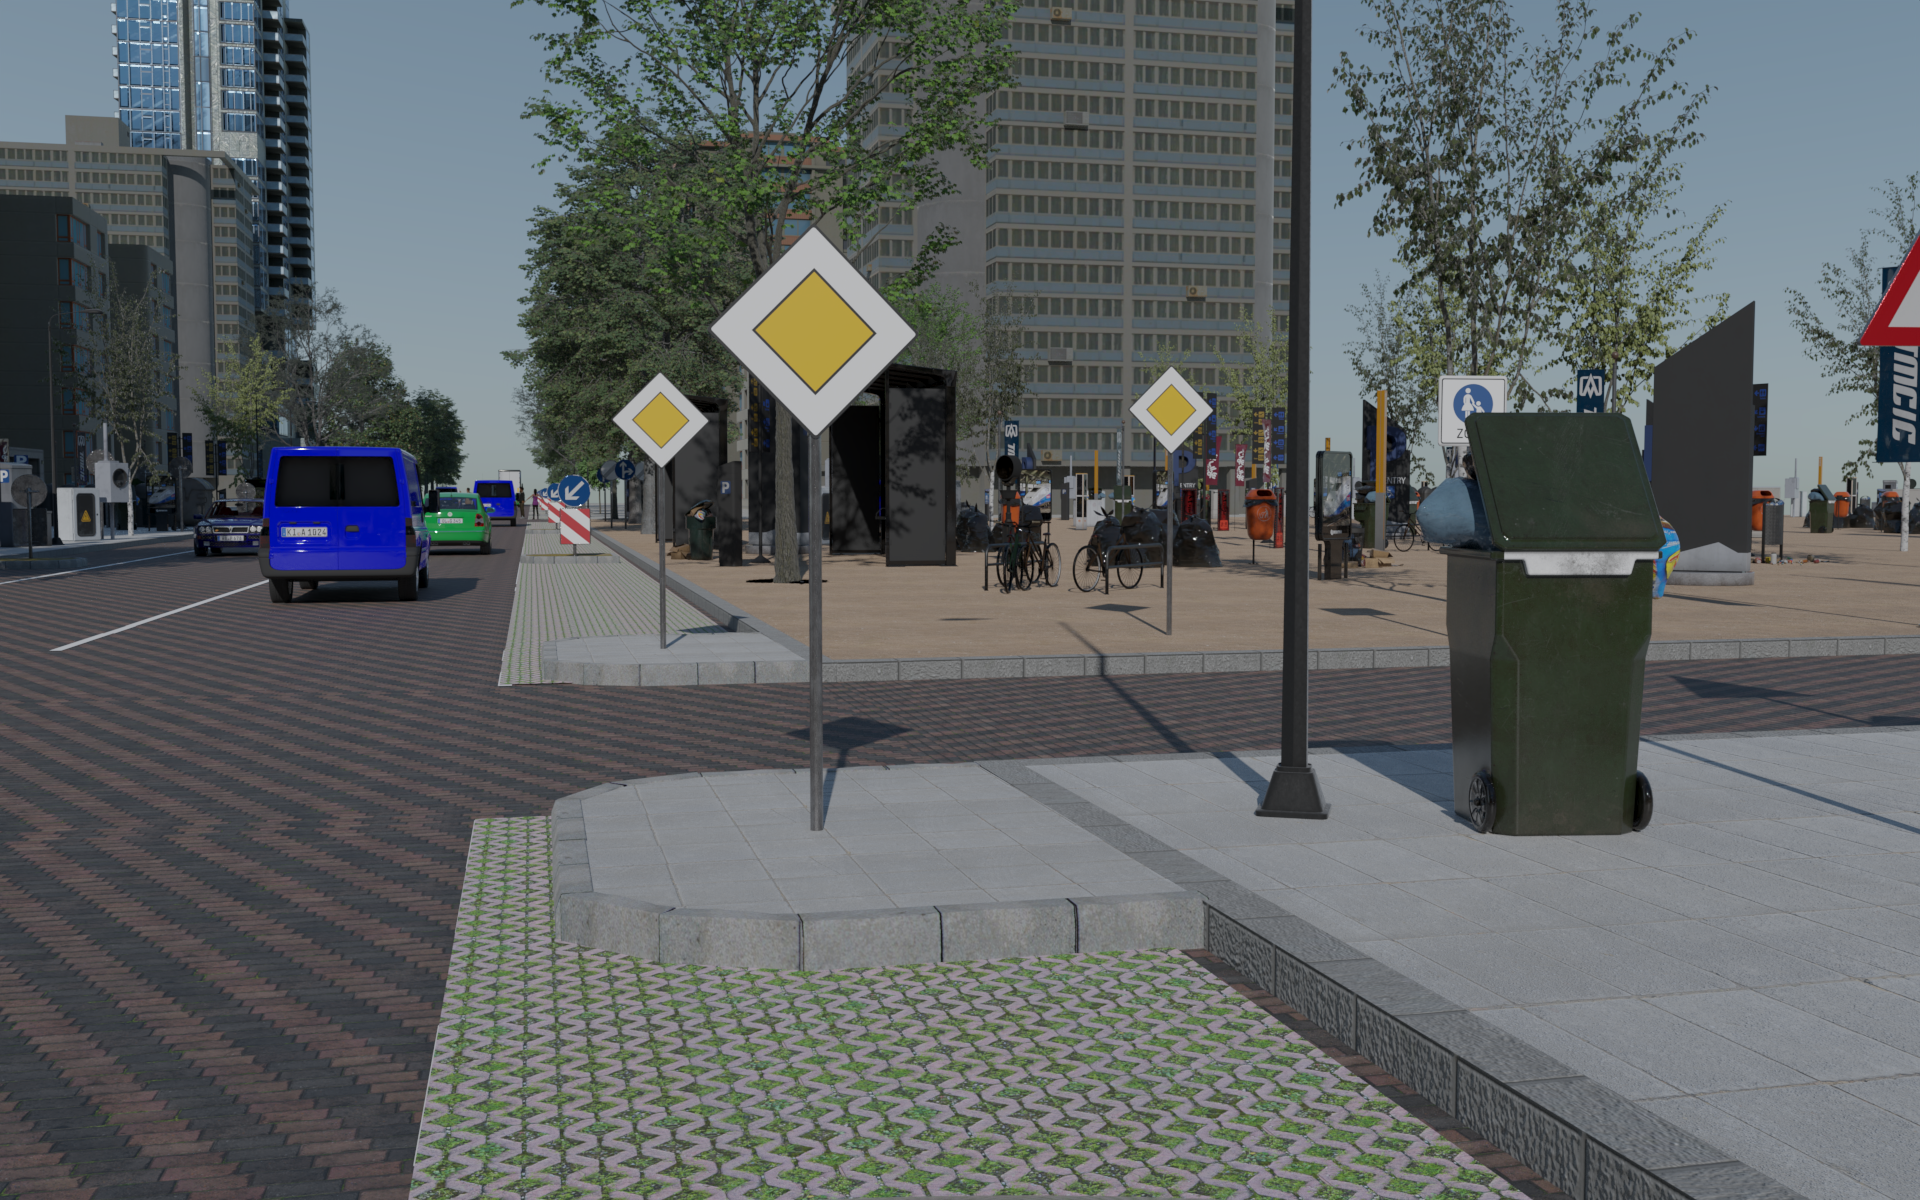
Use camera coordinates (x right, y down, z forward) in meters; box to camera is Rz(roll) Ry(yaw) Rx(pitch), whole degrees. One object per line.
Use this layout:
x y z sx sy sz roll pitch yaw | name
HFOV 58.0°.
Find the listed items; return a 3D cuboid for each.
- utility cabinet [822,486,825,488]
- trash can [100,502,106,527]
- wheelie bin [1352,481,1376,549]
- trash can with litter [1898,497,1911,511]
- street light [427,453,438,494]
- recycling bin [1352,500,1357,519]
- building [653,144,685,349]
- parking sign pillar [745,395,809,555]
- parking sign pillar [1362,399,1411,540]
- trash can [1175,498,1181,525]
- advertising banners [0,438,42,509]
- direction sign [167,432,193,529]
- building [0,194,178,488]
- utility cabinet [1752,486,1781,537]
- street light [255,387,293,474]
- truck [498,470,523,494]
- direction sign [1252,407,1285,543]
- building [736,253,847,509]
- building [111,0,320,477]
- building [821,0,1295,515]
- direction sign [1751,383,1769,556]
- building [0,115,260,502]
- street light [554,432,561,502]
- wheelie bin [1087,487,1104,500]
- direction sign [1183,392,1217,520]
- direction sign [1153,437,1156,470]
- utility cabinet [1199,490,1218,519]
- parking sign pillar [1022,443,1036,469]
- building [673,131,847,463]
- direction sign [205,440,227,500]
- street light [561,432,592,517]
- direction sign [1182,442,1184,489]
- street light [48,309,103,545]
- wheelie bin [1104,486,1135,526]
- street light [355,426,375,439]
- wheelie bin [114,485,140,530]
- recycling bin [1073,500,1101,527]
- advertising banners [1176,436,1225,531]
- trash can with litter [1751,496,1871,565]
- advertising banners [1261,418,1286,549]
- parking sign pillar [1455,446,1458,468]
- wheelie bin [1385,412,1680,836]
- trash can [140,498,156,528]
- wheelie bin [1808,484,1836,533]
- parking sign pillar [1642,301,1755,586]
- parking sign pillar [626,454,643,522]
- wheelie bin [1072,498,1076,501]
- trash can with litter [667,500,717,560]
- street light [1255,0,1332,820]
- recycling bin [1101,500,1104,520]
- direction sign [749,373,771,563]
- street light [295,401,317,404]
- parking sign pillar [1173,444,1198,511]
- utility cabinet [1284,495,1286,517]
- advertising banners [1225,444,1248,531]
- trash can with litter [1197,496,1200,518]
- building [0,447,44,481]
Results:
-3.744 -2.342 46.964 1.173 1.500 0.318 -2 4 -24 | utility cabinet
-33.559 -3.409 67.393 0.748 1.137 0.748 0 3 0 | trash can
9.703 -2.015 40.852 0.693 1.594 0.980 -2 4 -28 | wheelie bin
39.031 -3.680 71.555 1.055 1.170 0.624 -2 4 -31 | trash can with litter
-60.380 -13.798 198.143 1.470 5.913 1.316 -1 4 -14 | street light
16.310 -3.608 71.542 0.722 1.027 0.722 -1 4 -10 | recycling bin
-30.784 -37.536 237.414 21.300 48.544 21.600 -1 4 -14 | building
-3.900 -2.983 37.241 1.447 3.967 1.447 2 4 25 | parking sign pillar
12.144 -3.725 49.371 1.447 3.967 1.447 -1 4 -10 | parking sign pillar
7.600 -2.889 58.881 0.748 1.137 0.748 0 3 0 | trash can
-29.378 -3.544 54.139 2.074 3.025 0.090 2 4 30 | advertising banners
-28.731 -4.396 63.864 0.876 3.537 0.379 -3 5 -42 | direction sign
-68.395 -16.308 111.682 27.650 21.520 28.899 -1 4 -14 | building
23.302 -2.565 50.612 1.173 1.500 0.318 2 4 30 | utility cabinet
-29.965 -6.286 75.313 1.470 5.913 1.316 -1 4 -14 | street light
-53.197 -13.212 204.925 2.839 4.237 11.283 -1 4 -14 | truck
8.045 -3.254 45.208 0.876 3.537 0.379 -1 4 -9 | direction sign
-2.652 -18.078 140.619 27.650 21.520 28.899 -1 4 -14 | building
-89.526 -54.851 209.485 22.319 86.520 31.000 -1 4 -14 | building
5.639 -25.873 114.901 32.217 40.220 23.993 -1 4 -14 | building
16.267 -2.679 35.794 0.379 3.537 0.876 -2 4 -28 | direction sign
-88.482 -30.031 182.889 32.217 40.220 23.993 -1 4 -14 | building
-29.480 -9.623 129.880 1.470 5.913 1.316 -1 4 -14 | street light
6.435 -4.539 82.126 0.980 1.594 0.693 0 4 2 | wheelie bin
5.459 -2.854 38.666 0.379 3.537 0.876 3 5 42 | direction sign
7.419 -4.530 66.061 0.379 3.537 0.876 0 4 2 | direction sign
12.786 -4.930 89.285 0.318 1.500 1.173 -2 4 -32 | utility cabinet
3.614 -6.244 90.565 1.447 3.967 1.447 -1 4 -13 | parking sign pillar
-23.545 -34.169 213.293 22.147 44.769 28.867 -1 4 -14 | building
-31.373 -4.960 73.092 0.379 3.537 0.876 3 5 43 | direction sign
-21.638 -7.678 98.069 1.470 5.913 1.316 -1 4 -14 | street light
7.368 -3.994 57.293 0.379 3.537 0.876 1 4 10 | direction sign
-22.187 -4.339 43.487 1.470 5.913 1.316 -1 4 -14 | street light
5.965 -3.436 64.085 0.980 1.594 0.693 0 4 -2 | wheelie bin
-40.569 -8.900 118.063 1.470 5.913 1.316 -1 4 -14 | street light
-29.764 -3.287 61.659 0.980 1.594 0.693 -3 5 -39 | wheelie bin
4.931 -3.397 68.087 0.722 1.027 0.722 -2 4 -28 | recycling bin
6.901 -3.435 52.354 2.074 3.025 0.090 2 4 24 | advertising banners
15.470 -1.294 32.210 2.233 1.210 1.678 -2 4 -28 | trash can with litter
7.548 -2.733 40.874 0.090 3.025 2.074 2 4 35 | advertising banners
21.678 -5.222 73.844 1.447 3.967 1.447 -1 4 -9 | parking sign pillar
2.234 0.073 6.712 0.980 1.594 0.693 0 4 -3 | wheelie bin
-30.748 -3.313 65.818 0.748 1.137 0.748 0 3 0 | trash can
28.151 -2.980 56.636 0.980 1.594 0.693 -3 5 -41 | wheelie bin
10.589 -2.215 24.695 1.447 3.967 1.447 2 4 31 | parking sign pillar
-14.844 -5.630 80.530 1.447 3.967 1.447 -2 4 -28 | parking sign pillar
6.291 -5.058 90.612 0.693 1.594 0.980 -1 4 -21 | wheelie bin
-5.273 -1.371 33.795 1.055 1.170 0.624 2 4 30 | trash can with litter
0.819 -2.088 6.680 1.470 5.913 1.316 -1 4 -14 | street light
5.792 -3.754 73.935 0.722 1.027 0.722 0 4 3 | recycling bin
-3.716 -2.458 32.191 0.379 3.537 0.876 1 4 18 | direction sign
-32.716 -6.955 86.255 1.470 5.913 1.316 -1 4 -14 | street light
9.885 -5.404 76.831 1.447 3.967 1.447 -1 4 -9 | parking sign pillar
18.645 -5.253 97.048 1.020 1.237 0.306 1 4 23 | utility cabinet
9.124 -3.909 60.098 2.074 3.025 0.090 -2 4 -27 | advertising banners
8.370 -3.251 64.209 2.233 1.210 1.678 -1 4 -9 | trash can with litter
-59.461 -39.673 86.909 20.563 71.187 20.611 -1 4 -14 | building
